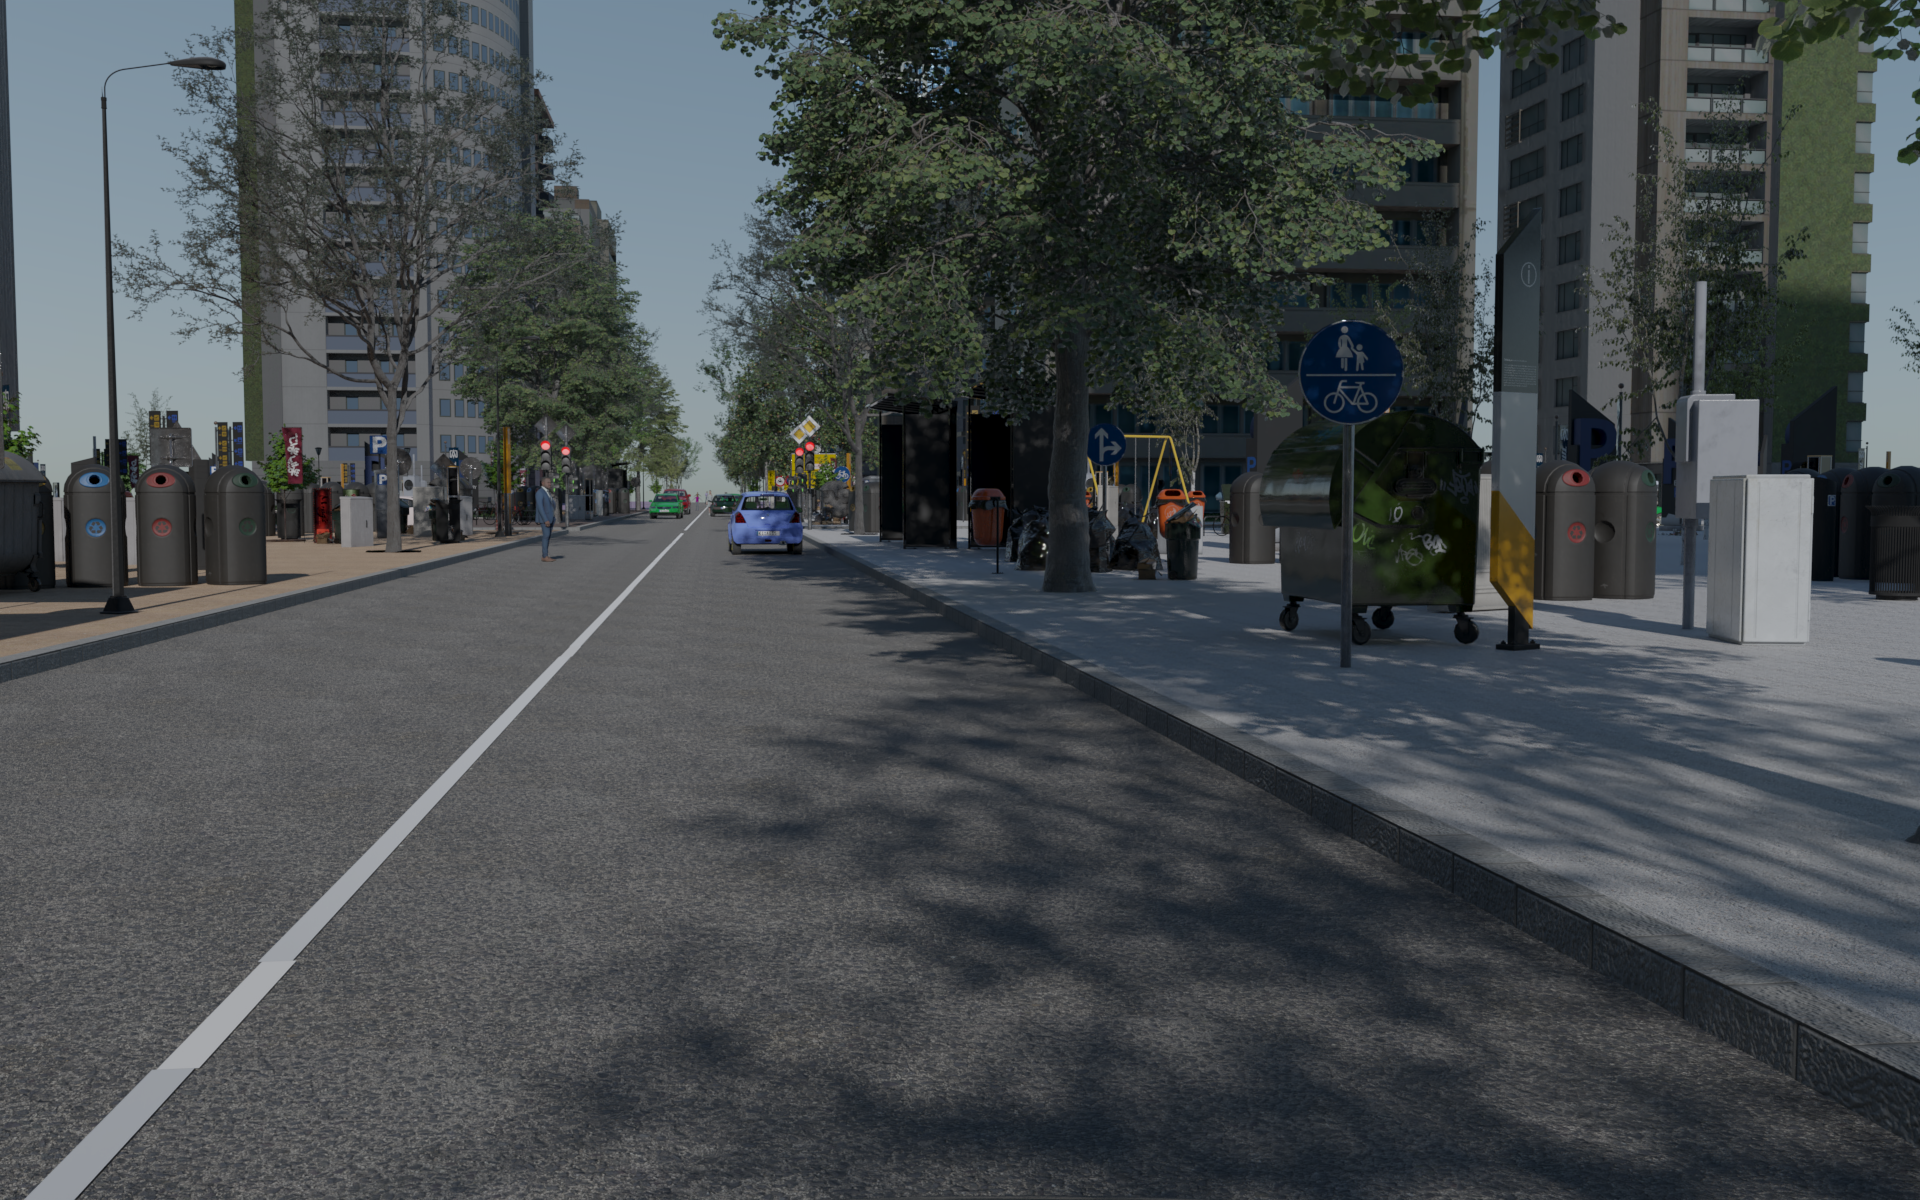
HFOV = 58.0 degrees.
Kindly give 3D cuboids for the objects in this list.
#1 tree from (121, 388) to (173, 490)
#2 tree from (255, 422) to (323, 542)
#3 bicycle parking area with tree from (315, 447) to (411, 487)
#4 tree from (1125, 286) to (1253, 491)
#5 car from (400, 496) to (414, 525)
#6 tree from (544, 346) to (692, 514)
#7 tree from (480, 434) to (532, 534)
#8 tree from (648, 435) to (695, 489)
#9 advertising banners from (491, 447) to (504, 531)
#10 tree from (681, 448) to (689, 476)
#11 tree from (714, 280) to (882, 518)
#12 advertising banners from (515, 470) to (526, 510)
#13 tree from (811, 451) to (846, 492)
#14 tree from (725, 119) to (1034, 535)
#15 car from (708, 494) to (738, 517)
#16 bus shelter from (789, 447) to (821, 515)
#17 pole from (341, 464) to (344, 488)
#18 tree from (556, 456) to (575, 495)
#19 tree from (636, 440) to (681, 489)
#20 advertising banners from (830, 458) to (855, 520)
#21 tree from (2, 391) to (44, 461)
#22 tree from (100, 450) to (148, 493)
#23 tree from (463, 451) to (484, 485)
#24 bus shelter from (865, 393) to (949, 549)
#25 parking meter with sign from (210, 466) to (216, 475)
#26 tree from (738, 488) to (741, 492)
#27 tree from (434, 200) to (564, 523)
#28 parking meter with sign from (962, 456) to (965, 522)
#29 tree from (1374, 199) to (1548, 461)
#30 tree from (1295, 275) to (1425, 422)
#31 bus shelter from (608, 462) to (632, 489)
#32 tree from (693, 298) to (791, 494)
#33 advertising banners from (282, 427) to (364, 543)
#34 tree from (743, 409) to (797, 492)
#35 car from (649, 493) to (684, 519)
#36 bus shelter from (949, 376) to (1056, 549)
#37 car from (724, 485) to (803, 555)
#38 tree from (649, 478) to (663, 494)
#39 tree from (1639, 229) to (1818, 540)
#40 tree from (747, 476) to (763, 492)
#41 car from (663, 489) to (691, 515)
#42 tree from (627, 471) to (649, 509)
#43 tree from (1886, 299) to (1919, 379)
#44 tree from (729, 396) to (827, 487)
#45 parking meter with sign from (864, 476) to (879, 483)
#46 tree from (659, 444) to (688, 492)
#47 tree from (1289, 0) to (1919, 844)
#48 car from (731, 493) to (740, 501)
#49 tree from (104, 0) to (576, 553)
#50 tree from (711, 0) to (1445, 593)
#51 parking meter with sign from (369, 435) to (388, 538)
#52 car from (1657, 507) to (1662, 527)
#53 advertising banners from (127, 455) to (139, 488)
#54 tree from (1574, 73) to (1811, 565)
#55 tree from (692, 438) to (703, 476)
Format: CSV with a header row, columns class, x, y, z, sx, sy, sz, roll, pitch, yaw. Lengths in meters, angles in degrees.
class,x,y,z,sx,sy,sz,roll,pitch,yaw
tree,-56.177,-10.377,120.033,4.360,8.622,3.978,0,3,0
tree,-18.194,-3.181,46.615,1.663,3.219,1.824,0,3,0
bicycle parking area with tree,-36.779,-7.321,106.699,8.231,4.147,9.016,0,4,-1
tree,7.598,-6.589,58.099,4.360,8.622,3.978,0,3,0
car,-20.817,-3.117,63.324,4.827,1.381,2.083,0,4,-8
tree,-23.333,-11.443,112.847,9.928,11.665,9.643,0,3,0
tree,-14.662,-3.750,55.920,1.663,3.219,1.824,0,3,0
tree,-41.902,-19.309,250.116,7.601,10.594,8.767,-1,4,-9
advertising banners,-16.202,-3.941,60.616,0.090,3.025,2.074,-2,4,-25
tree,-36.492,-16.354,217.750,4.737,8.622,4.395,0,3,0
tree,-8.464,-10.758,92.895,9.611,12.733,9.660,0,3,0
advertising banners,-32.529,-7.945,126.091,2.074,3.025,0.090,1,4,9
tree,-5.894,-5.077,77.615,1.663,3.219,1.824,0,3,0
tree,-3.231,-8.790,54.079,12.009,13.543,11.850,0,3,0
car,-15.073,-6.167,110.609,2.009,1.686,4.222,-1,4,-10
bus shelter,-10.512,-8.688,119.674,2.179,5.291,8.768,0,4,-8
pole,-41.711,-7.532,116.985,0.158,3.312,0.155,0,3,0
tree,-28.903,-8.836,128.179,4.285,4.588,4.351,0,3,0
tree,-35.900,-15.500,203.786,4.737,8.622,4.395,0,3,0
advertising banners,-5.706,-5.399,84.455,0.090,3.025,2.074,2,4,33
tree,-15.647,-2.027,27.746,1.663,3.219,1.824,0,3,0
tree,-53.773,-7.775,110.828,4.285,4.588,4.351,0,3,0
tree,-37.896,-9.064,131.913,4.285,4.588,4.351,0,3,0
bus shelter,-1.247,-3.187,43.388,1.731,3.624,6.357,0,4,-8
parking meter with sign,-46.820,-6.920,109.404,0.543,3.016,1.738,-1,4,-10
tree,-36.903,-21.355,299.518,4.360,8.622,3.978,0,3,0
tree,-17.695,-10.312,75.248,9.857,13.997,8.962,0,3,0
parking meter with sign,-0.668,-5.045,78.754,1.738,3.016,0.543,0,4,-6
tree,12.263,-5.679,43.214,4.360,8.622,3.978,0,3,0
tree,13.369,-6.551,57.468,4.737,8.622,4.395,0,3,0
bus shelter,-25.489,-8.435,129.189,1.731,3.624,6.357,0,4,-8
tree,-19.778,-19.147,168.938,12.611,20.169,13.585,0,3,0
advertising banners,-16.623,-2.998,45.210,2.074,3.025,0.090,0,4,-2
tree,-13.114,-10.975,129.807,4.360,8.622,3.978,0,3,0
car,-17.090,-5.631,100.855,1.959,1.807,4.718,0,4,-6
bus shelter,1.091,-2.812,37.267,1.731,3.624,6.357,0,4,-8
car,-4.775,-1.995,42.209,1.945,1.707,3.694,-1,4,-9
tree,-32.466,-11.678,185.543,1.663,3.219,1.824,0,3,0
tree,21.120,-5.983,48.188,4.737,8.622,4.395,0,3,0
tree,-22.184,-11.697,185.846,1.663,3.219,1.824,0,3,0
car,-20.017,-6.911,121.662,2.281,1.827,5.304,0,4,-6
tree,-27.933,-9.361,147.649,1.663,3.219,1.824,0,3,0
tree,25.443,-5.637,42.535,4.360,8.622,3.978,0,3,0
tree,-14.600,-12.428,137.609,8.767,10.594,7.601,-2,4,-27
parking meter with sign,-3.676,-4.692,72.982,1.738,3.016,0.543,-3,5,-39
tree,-43.120,-19.048,261.793,4.360,8.622,3.978,0,3,0
tree,3.880,-5.397,6.365,7.486,12.596,7.792,0,3,0
car,-16.699,-7.202,126.548,1.959,1.807,4.718,0,4,-8
tree,-12.465,-7.795,37.823,12.009,13.543,11.850,0,3,0
tree,1.477,-7.089,22.554,9.857,13.997,8.962,0,3,0
parking meter with sign,-16.984,-3.339,50.862,0.543,3.016,1.738,-1,4,-21
car,26.590,-3.738,69.914,4.718,1.807,1.959,-1,4,-8
advertising banners,-36.333,-4.990,77.777,2.074,3.025,0.090,0,4,1
tree,13.169,-4.948,31.267,4.360,8.622,3.978,0,3,0
tree,-48.747,-22.928,300.620,9.928,11.665,9.643,0,3,0
